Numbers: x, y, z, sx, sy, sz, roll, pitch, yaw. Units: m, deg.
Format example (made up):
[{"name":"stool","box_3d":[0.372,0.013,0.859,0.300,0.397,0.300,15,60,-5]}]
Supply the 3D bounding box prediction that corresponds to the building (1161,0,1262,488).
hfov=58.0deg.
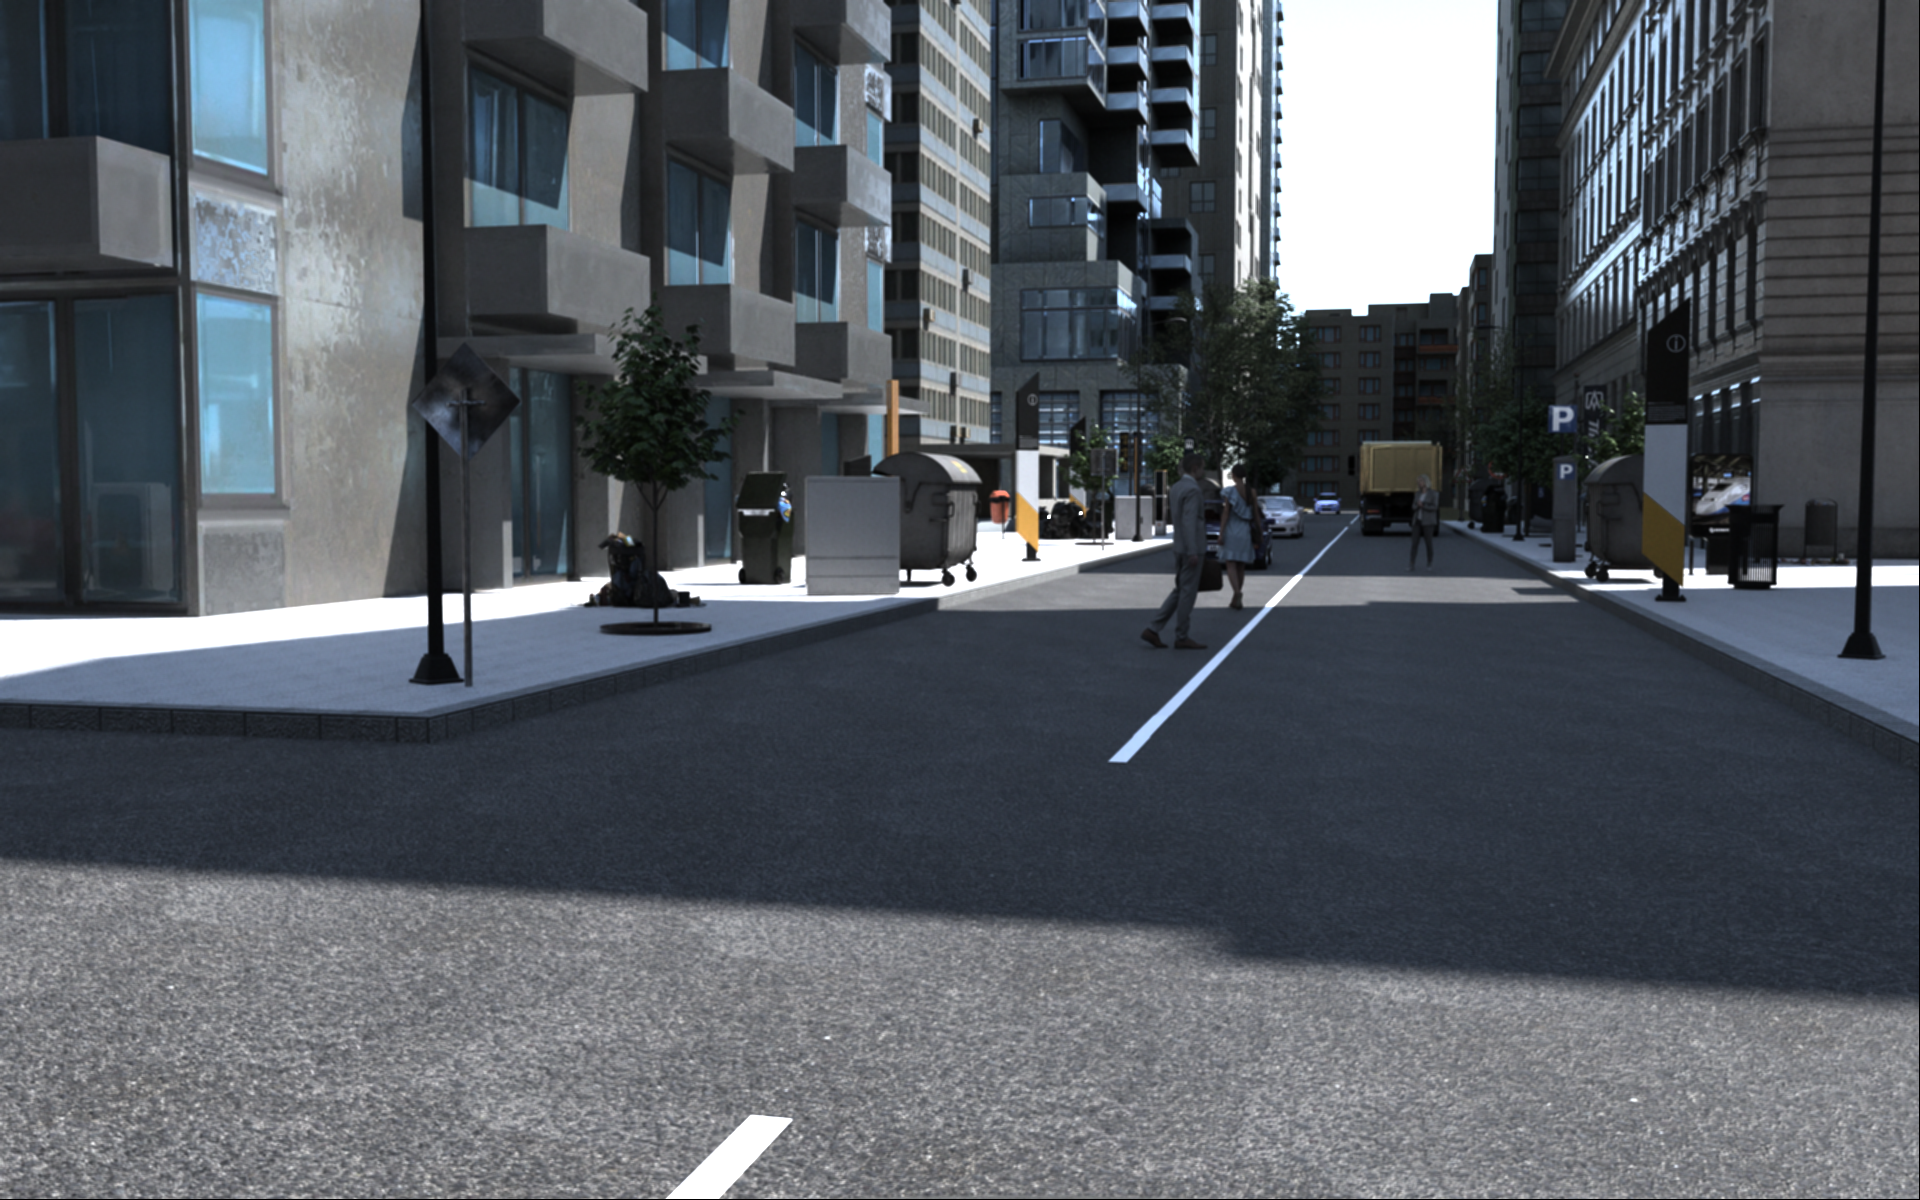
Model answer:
[{"name":"building","box_3d":[11.090,-33.985,144.894,27.495,52.752,28.713,1,4,14]}]

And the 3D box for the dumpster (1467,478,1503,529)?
[{"name":"dumpster","box_3d":[19.342,-3.544,63.695,1.264,1.857,1.865,1,4,14]}]

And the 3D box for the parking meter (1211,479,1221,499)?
[{"name":"parking meter","box_3d":[9.776,-3.711,66.379,0.255,1.863,0.399,-3,4,-36]}]

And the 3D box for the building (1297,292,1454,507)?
[{"name":"building","box_3d":[50.264,-20.416,178.840,28.899,21.520,27.650,1,4,14]}]

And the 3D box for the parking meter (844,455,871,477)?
[{"name":"parking meter","box_3d":[-1.538,-1.231,25.833,0.399,1.863,0.255,-2,4,-25]}]

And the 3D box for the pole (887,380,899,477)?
[{"name":"pole","box_3d":[-1.206,-2.279,31.112,0.158,3.312,0.155,0,3,0]}]

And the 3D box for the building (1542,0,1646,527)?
[{"name":"building","box_3d":[31.280,-14.137,64.431,16.112,22.955,30.059,1,4,14]}]

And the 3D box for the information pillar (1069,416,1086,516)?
[{"name":"information pillar","box_3d":[3.543,-3.709,51.991,0.504,3.616,0.183,1,4,16]}]

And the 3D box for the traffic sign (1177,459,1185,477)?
[{"name":"traffic sign","box_3d":[7.843,-3.646,59.722,0.768,2.556,0.104,1,4,20]}]

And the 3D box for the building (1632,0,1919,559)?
[{"name":"building","box_3d":[22.545,-11.771,41.603,9.793,20.994,18.267,1,4,14]}]

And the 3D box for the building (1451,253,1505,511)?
[{"name":"building","box_3d":[53.780,-17.770,135.586,27.650,21.520,28.899,1,4,14]}]

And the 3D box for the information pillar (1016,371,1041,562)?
[{"name":"information pillar","box_3d":[1.291,-2.539,32.870,0.504,3.616,0.183,-2,4,-31]}]

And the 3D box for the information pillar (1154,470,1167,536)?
[{"name":"information pillar","box_3d":[6.187,-2.991,53.394,0.304,2.012,0.304,1,4,23]}]

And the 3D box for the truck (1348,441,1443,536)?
[{"name":"truck","box_3d":[15.771,-4.068,62.438,3.469,3.379,9.791,1,4,12]}]

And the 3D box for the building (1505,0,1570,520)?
[{"name":"building","box_3d":[35.555,-19.428,89.356,14.160,30.474,14.107,1,4,14]}]

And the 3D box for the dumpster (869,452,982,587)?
[{"name":"dumpster","box_3d":[-0.494,-1.159,24.709,1.264,1.857,1.865,1,4,14]}]

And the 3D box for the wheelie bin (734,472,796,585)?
[{"name":"wheelie bin","box_3d":[-2.777,-1.028,24.713,0.980,1.594,0.693,1,4,22]}]

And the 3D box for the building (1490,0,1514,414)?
[{"name":"building","box_3d":[47.878,-31.671,107.061,28.713,52.752,27.495,1,4,14]}]

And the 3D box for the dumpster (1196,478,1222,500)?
[{"name":"dumpster","box_3d":[8.991,-3.563,64.014,1.264,1.857,1.865,1,4,14]}]

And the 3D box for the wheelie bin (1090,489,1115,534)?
[{"name":"wheelie bin","box_3d":[4.618,-2.956,56.240,0.693,1.594,0.980,-1,4,-22]}]

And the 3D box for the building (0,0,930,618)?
[{"name":"building","box_3d":[-14.174,-25.167,31.085,23.786,49.044,30.456,1,4,14]}]

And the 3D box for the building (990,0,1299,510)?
[{"name":"building","box_3d":[20.734,-53.179,182.154,31.000,86.520,22.319,1,4,14]}]

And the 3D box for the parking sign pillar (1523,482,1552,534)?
[{"name":"parking sign pillar","box_3d":[19.233,-4.176,56.751,1.447,3.967,1.447,-1,4,-12]}]

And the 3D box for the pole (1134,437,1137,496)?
[{"name":"pole","box_3d":[6.351,-4.182,62.222,0.158,3.312,0.155,0,3,0]}]

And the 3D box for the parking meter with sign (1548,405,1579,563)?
[{"name":"parking meter with sign","box_3d":[11.557,-2.257,33.161,0.543,3.016,1.738,1,4,16]}]

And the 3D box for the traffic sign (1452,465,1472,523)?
[{"name":"traffic sign","box_3d":[22.608,-4.769,77.977,0.884,2.594,0.081,1,4,18]}]

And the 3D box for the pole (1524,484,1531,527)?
[{"name":"pole","box_3d":[20.945,-4.283,63.874,0.158,3.312,0.155,0,3,0]}]

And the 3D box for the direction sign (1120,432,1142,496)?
[{"name":"direction sign","box_3d":[6.202,-4.338,62.922,0.876,3.537,0.379,2,4,30]}]

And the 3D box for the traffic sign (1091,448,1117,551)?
[{"name":"traffic sign","box_3d":[3.216,-2.247,38.862,0.606,2.300,0.079,1,4,19]}]

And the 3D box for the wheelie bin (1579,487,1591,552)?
[{"name":"wheelie bin","box_3d":[14.265,-1.871,38.499,0.980,1.594,0.693,2,4,34]}]

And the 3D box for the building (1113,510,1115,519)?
[{"name":"building","box_3d":[3.664,-48.227,101.187,22.319,86.520,31.000,1,4,14]}]

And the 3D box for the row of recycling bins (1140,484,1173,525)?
[{"name":"row of recycling bins","box_3d":[8.730,-3.998,72.474,3.534,1.692,1.069,-3,5,-45]}]

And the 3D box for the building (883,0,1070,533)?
[{"name":"building","box_3d":[-12.060,-22.944,67.017,32.217,40.220,23.993,1,4,14]}]

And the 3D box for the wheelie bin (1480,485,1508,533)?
[{"name":"wheelie bin","box_3d":[17.712,-3.026,57.377,0.980,1.594,0.693,-3,4,-37]}]

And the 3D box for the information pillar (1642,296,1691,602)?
[{"name":"information pillar","box_3d":[8.439,-1.793,20.675,0.504,3.616,0.183,1,4,23]}]

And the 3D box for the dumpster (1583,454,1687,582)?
[{"name":"dumpster","box_3d":[9.985,-1.217,25.652,1.264,1.857,1.865,1,4,13]}]

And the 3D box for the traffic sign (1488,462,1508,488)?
[{"name":"traffic sign","box_3d":[18.354,-3.598,58.934,0.768,2.556,0.104,1,4,20]}]
